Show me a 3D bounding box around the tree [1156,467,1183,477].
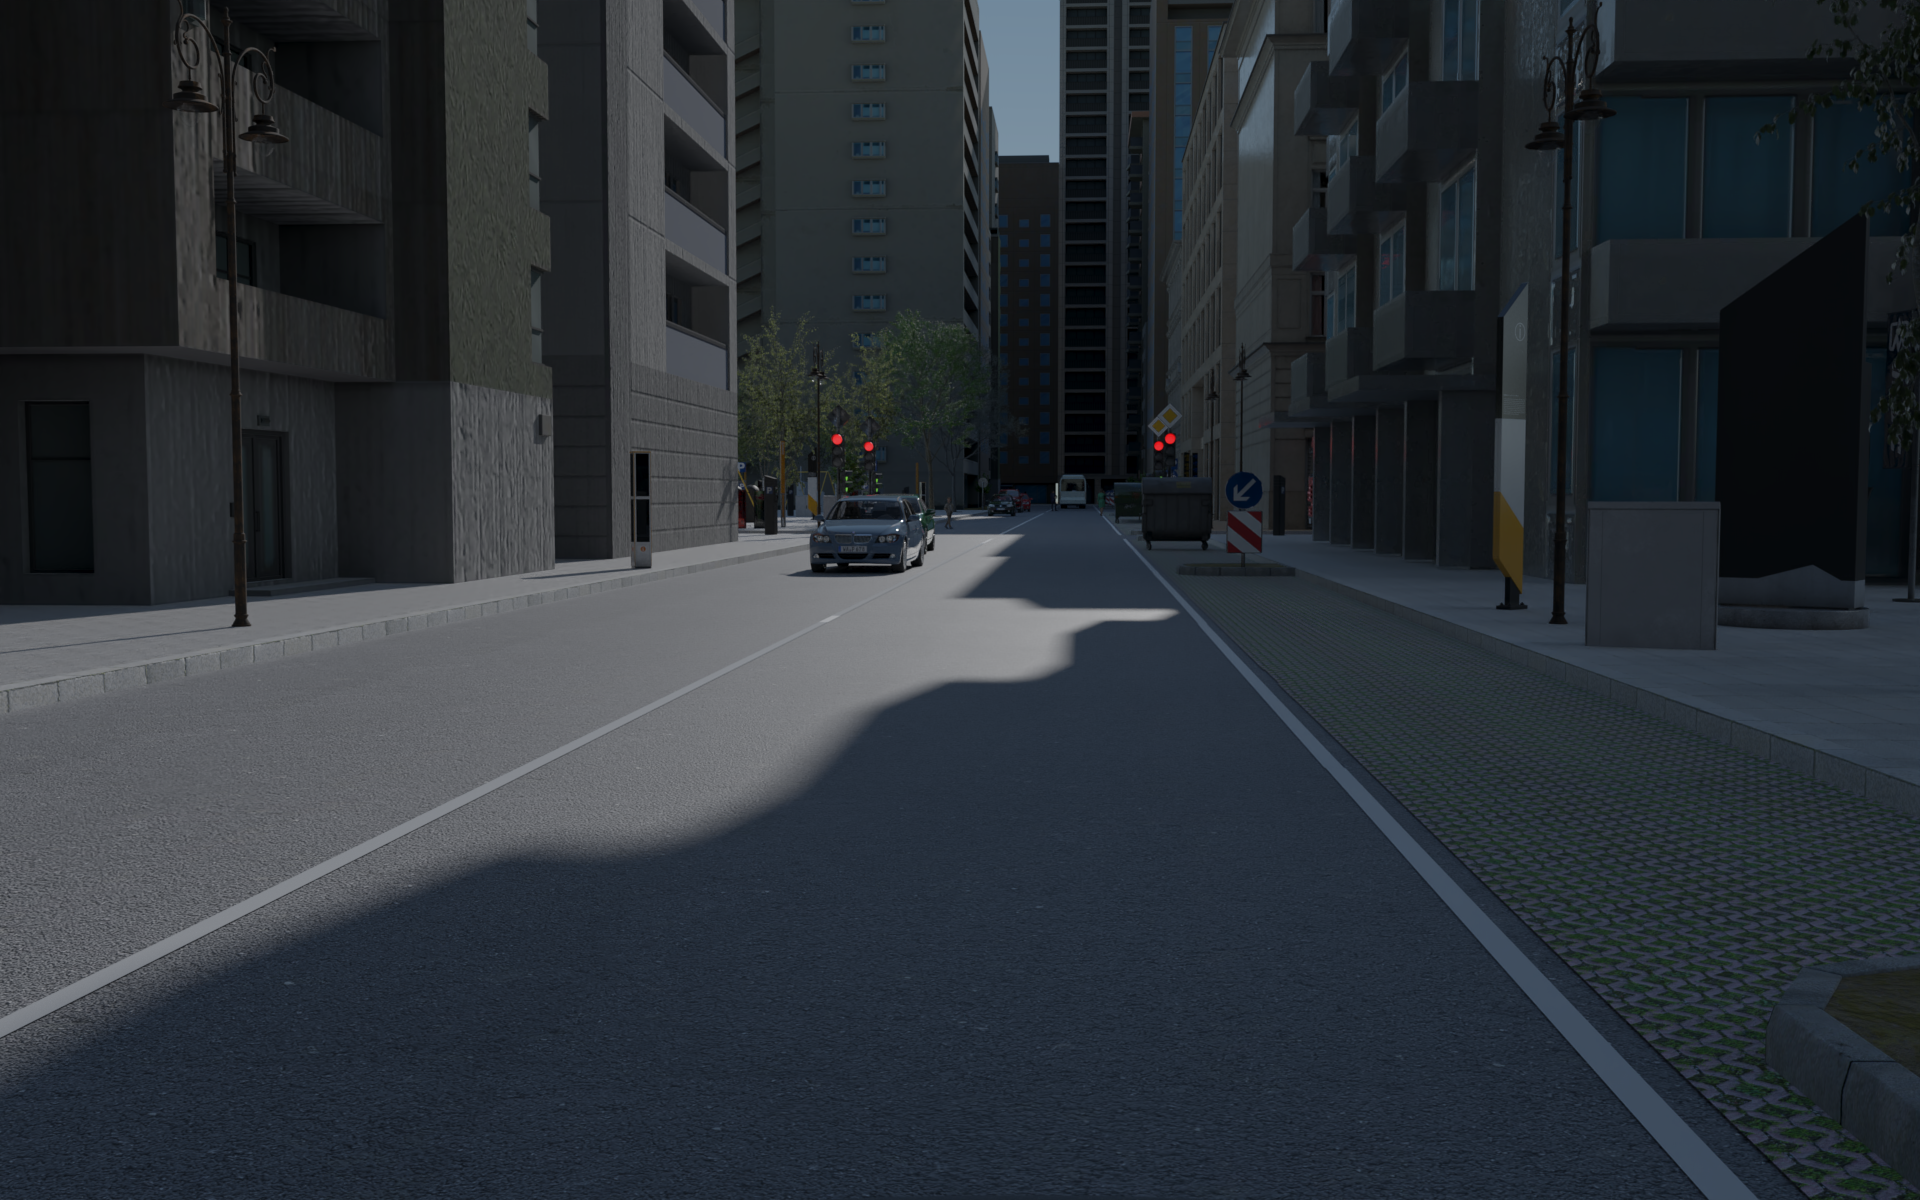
[{"bbox_3d":[11.813,-6.290,97.435,1.663,3.219,1.824,0,3,0],"label":"tree"}]

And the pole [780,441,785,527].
[{"bbox_3d":[-6.810,-4.448,66.562,0.158,3.312,0.155,0,3,0],"label":"pole"}]

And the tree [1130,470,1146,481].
[{"bbox_3d":[14.637,-8.796,138.421,1.663,3.219,1.824,0,3,0],"label":"tree"}]

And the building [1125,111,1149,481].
[{"bbox_3d":[29.936,-33.083,195.538,22.147,44.769,28.867,0,4,4],"label":"building"}]

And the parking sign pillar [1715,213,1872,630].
[{"bbox_3d":[8.129,-1.740,16.917,1.447,3.967,1.447,3,5,39],"label":"parking sign pillar"}]

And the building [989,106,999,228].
[{"bbox_3d":[-6.545,-35.365,201.914,21.600,48.544,21.300,0,4,4],"label":"building"}]

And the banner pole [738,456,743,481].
[{"bbox_3d":[-14.556,-7.640,114.923,0.401,3.779,0.863,1,4,22],"label":"banner pole"}]

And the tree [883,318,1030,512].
[{"bbox_3d":[-0.519,-12.947,122.059,12.009,13.543,11.850,0,3,0],"label":"tree"}]

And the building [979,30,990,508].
[{"bbox_3d":[-4.502,-31.551,165.977,14.600,45.320,14.200,0,4,4],"label":"building"}]

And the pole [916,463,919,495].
[{"bbox_3d":[-2.784,-7.283,112.928,0.158,3.312,0.155,0,3,0],"label":"pole"}]

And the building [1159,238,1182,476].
[{"bbox_3d":[20.659,-17.691,125.409,11.583,22.565,21.152,0,4,4],"label":"building"}]

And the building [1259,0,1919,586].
[{"bbox_3d":[19.159,-25.424,35.299,23.786,49.044,30.456,0,4,4],"label":"building"}]

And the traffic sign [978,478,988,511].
[{"bbox_3d":[1.781,-8.226,134.597,0.768,2.556,0.104,1,4,14],"label":"traffic sign"}]

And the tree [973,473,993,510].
[{"bbox_3d":[2.092,-9.108,143.518,1.663,3.219,1.824,0,3,0],"label":"tree"}]

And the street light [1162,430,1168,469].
[{"bbox_3d":[11.802,-7.784,100.057,0.468,5.910,1.993,0,4,4],"label":"street light"}]

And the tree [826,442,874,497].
[{"bbox_3d":[-4.012,-4.253,64.131,1.663,3.219,1.824,0,3,0],"label":"tree"}]

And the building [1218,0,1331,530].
[{"bbox_3d":[25.803,-14.343,67.797,30.059,22.955,16.112,0,4,4],"label":"building"}]

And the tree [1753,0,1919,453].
[{"bbox_3d":[6.621,-3.706,10.950,4.360,8.622,3.978,0,3,0],"label":"tree"}]

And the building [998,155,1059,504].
[{"bbox_3d":[5.955,-35.360,228.251,14.200,45.320,14.600,0,4,4],"label":"building"}]

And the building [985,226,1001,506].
[{"bbox_3d":[-3.122,-25.018,180.741,14.160,30.474,14.107,0,4,4],"label":"building"}]

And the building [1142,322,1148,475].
[{"bbox_3d":[31.968,-19.704,167.203,27.650,21.520,28.899,0,4,4],"label":"building"}]

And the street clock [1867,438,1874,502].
[{"bbox_3d":[9.832,-0.885,19.034,0.358,2.002,0.471,2,4,23],"label":"street clock"}]

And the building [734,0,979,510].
[{"bbox_3d":[-9.622,-32.076,148.144,21.300,48.544,21.600,0,4,4],"label":"building"}]

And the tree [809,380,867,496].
[{"bbox_3d":[-7.715,-9.782,110.290,4.737,8.622,4.395,0,3,0],"label":"tree"}]

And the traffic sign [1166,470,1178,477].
[{"bbox_3d":[10.555,-5.312,86.959,0.768,2.556,0.104,1,4,10],"label":"traffic sign"}]

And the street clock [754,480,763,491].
[{"bbox_3d":[-10.442,-5.229,90.063,0.471,2.002,0.358,2,4,35],"label":"street clock"}]

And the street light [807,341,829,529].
[{"bbox_3d":[-4.282,-4.875,52.499,0.468,5.910,1.993,0,4,4],"label":"street light"}]

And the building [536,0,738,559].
[{"bbox_3d":[-20.308,-30.570,41.815,28.212,58.520,21.231,0,4,4],"label":"building"}]

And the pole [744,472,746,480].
[{"bbox_3d":[-15.932,-8.236,128.508,0.158,3.312,0.155,0,3,0],"label":"pole"}]

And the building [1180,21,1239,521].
[{"bbox_3d":[23.086,-17.917,97.451,19.350,26.468,34.151,0,4,4],"label":"building"}]

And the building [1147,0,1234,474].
[{"bbox_3d":[23.027,-30.302,145.545,14.600,45.320,14.200,0,4,4],"label":"building"}]

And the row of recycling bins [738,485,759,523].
[{"bbox_3d":[-10.571,-4.378,78.696,3.534,1.692,1.069,2,4,31],"label":"row of recycling bins"}]

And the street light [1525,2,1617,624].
[{"bbox_3d":[5.917,-2.701,16.950,0.468,5.910,1.993,0,4,4],"label":"street light"}]

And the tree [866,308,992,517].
[{"bbox_3d":[-1.768,-10.514,97.652,9.928,11.665,9.643,0,3,0],"label":"tree"}]

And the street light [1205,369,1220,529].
[{"bbox_3d":[9.328,-5.589,64.160,0.468,5.910,1.993,0,4,4],"label":"street light"}]

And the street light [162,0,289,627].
[{"bbox_3d":[-6.968,-2.681,16.617,0.468,5.910,1.993,0,4,4],"label":"street light"}]

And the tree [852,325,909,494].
[{"bbox_3d":[-4.024,-7.683,75.974,4.360,8.622,3.978,0,3,0],"label":"tree"}]

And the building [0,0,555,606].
[{"bbox_3d":[-14.394,-15.325,22.269,14.160,30.474,14.107,0,4,4],"label":"building"}]

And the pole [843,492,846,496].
[{"bbox_3d":[-5.714,-5.607,85.525,0.158,3.312,0.155,0,3,0],"label":"pole"}]

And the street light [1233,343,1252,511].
[{"bbox_3d":[8.611,-4.906,53.002,0.468,5.910,1.993,0,4,4],"label":"street light"}]

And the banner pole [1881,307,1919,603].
[{"bbox_3d":[11.314,-1.880,20.756,0.401,3.779,0.863,0,4,-5],"label":"banner pole"}]

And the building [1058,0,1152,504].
[{"bbox_3d":[23.503,-48.355,228.862,20.611,71.187,20.563,0,4,4],"label":"building"}]

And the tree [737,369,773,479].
[{"bbox_3d":[-12.665,-9.041,98.181,4.737,8.622,4.395,0,3,0],"label":"tree"}]

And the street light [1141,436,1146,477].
[{"bbox_3d":[14.360,-9.979,135.948,0.468,5.910,1.993,0,4,4],"label":"street light"}]

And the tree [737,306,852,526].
[{"bbox_3d":[-6.763,-7.238,68.706,4.360,8.622,3.978,0,3,0],"label":"tree"}]
